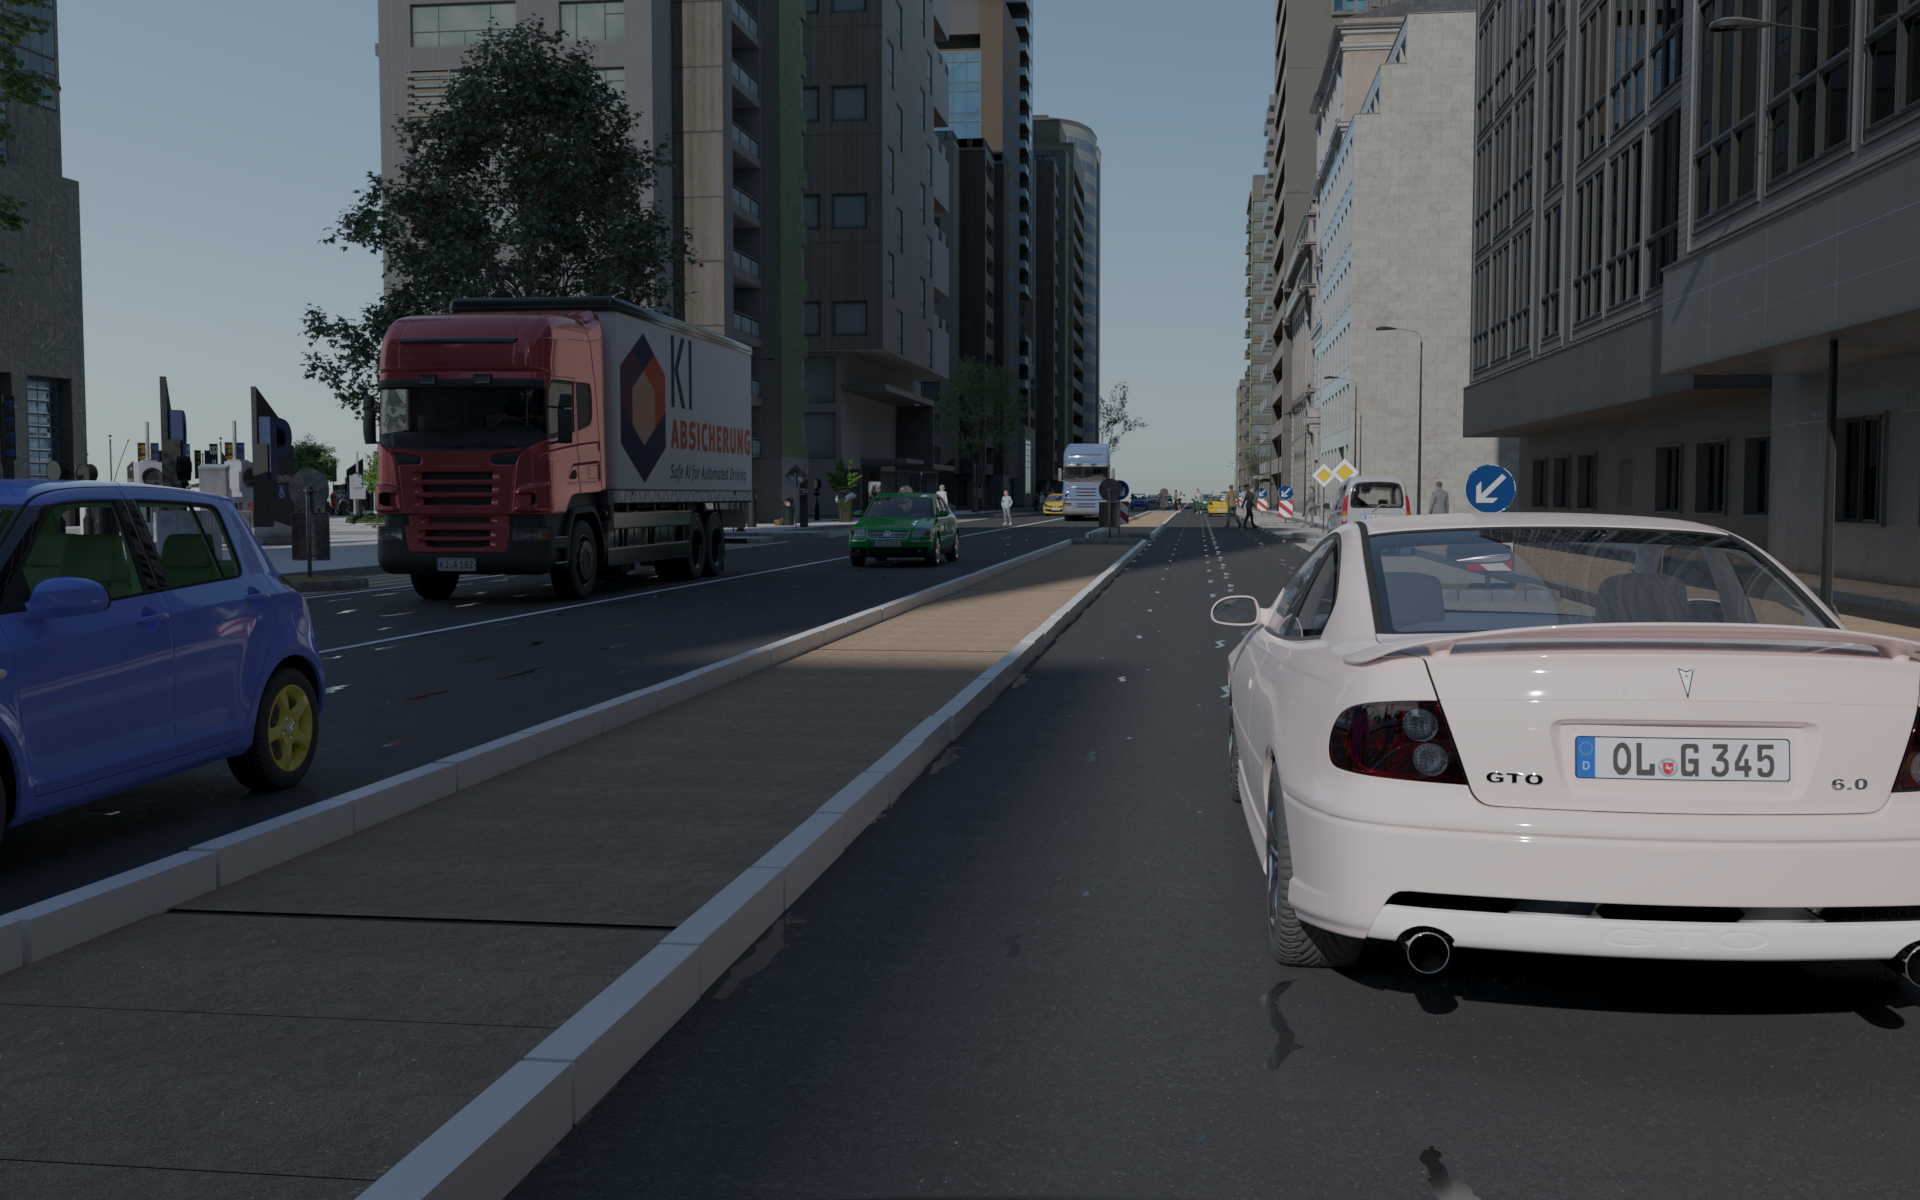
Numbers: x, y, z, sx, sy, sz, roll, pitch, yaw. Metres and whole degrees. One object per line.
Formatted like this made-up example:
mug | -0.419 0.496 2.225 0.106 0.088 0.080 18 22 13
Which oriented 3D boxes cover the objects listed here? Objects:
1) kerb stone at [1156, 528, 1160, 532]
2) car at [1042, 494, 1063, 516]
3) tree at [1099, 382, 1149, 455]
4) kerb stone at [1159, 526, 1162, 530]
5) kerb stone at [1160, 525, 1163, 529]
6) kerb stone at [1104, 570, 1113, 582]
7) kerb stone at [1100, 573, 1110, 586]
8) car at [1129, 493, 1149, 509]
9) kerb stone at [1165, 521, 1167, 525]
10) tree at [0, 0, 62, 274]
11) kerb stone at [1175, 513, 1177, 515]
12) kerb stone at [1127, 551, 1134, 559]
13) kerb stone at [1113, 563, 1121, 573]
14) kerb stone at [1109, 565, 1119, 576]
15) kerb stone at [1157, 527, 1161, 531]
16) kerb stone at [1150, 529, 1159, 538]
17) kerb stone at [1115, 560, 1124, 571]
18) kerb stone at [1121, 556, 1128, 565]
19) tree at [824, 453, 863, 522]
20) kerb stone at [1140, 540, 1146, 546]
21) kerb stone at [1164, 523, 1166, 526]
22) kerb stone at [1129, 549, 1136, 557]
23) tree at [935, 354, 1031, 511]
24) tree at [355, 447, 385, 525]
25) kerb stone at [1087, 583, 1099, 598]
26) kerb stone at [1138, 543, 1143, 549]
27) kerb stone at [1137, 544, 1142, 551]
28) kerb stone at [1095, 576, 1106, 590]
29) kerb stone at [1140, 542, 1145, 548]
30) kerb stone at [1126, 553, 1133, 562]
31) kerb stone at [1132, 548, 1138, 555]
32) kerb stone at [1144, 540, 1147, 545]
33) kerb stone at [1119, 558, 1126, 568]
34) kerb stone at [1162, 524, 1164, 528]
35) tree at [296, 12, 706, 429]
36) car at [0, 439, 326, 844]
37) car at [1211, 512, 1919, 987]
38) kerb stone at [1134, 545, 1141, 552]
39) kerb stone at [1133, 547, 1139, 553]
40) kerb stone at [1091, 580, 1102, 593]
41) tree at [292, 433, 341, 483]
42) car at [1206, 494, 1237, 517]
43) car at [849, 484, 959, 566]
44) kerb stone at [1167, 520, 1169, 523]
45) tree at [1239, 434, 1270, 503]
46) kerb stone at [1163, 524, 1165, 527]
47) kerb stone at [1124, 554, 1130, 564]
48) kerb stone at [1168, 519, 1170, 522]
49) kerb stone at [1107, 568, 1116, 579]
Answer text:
kerb stone | 6.878 -2.369 60.936 0.120 0.150 1.000 0 4 8
car | 6.388 -6.303 113.285 2.015 1.641 3.980 0 4 7
tree | 25.311 -26.589 290.618 12.611 20.169 13.585 0 3 0
kerb stone | 7.292 -2.555 63.977 0.120 0.150 1.000 0 4 8
kerb stone | 7.436 -2.618 64.998 0.120 0.150 1.000 0 4 8
kerb stone | 2.328 -0.343 27.804 0.120 0.150 1.000 0 4 8
kerb stone | 2.192 -0.281 26.790 0.120 0.150 1.000 0 4 8
car | 17.606 -9.820 170.154 1.945 1.707 3.694 0 4 6
kerb stone | 8.813 -3.238 75.140 0.120 0.150 1.000 0 4 8
tree | -13.659 -6.108 17.999 7.486 12.596 7.792 0 3 0
kerb stone | 12.989 -5.100 105.579 0.120 0.150 1.000 0 4 8
kerb stone | 3.589 -0.903 36.959 0.120 0.150 1.000 0 4 8
kerb stone | 2.746 -0.524 30.856 0.120 0.150 1.000 0 4 8
kerb stone | 2.617 -0.467 29.828 0.120 0.150 1.000 0 4 8
kerb stone | 7.012 -2.431 61.949 0.120 0.150 1.000 0 4 8
kerb stone | 6.732 -2.301 59.924 0.120 0.150 1.000 0 4 8
kerb stone | 2.890 -0.592 31.876 0.120 0.150 1.000 0 4 8
kerb stone | 3.170 -0.717 33.915 0.120 0.150 1.000 0 4 8
tree | -5.621 -5.301 81.280 1.663 3.219 1.824 0 3 0
kerb stone | 4.700 -1.402 45.116 0.120 0.150 1.000 0 4 8
kerb stone | 8.269 -2.990 71.074 0.120 0.150 1.000 0 4 8
kerb stone | 3.729 -0.965 37.986 0.120 0.150 1.000 0 4 8
tree | 1.691 -12.477 129.759 9.928 11.665 9.643 0 3 0
tree | -23.877 -4.670 70.962 1.663 3.219 1.824 0 3 0
kerb stone | 1.778 -0.094 23.734 0.120 0.150 1.000 0 4 8
kerb stone | 4.426 -1.269 43.090 0.120 0.150 1.000 0 4 8
kerb stone | 4.285 -1.215 42.062 0.120 0.150 1.000 0 4 8
kerb stone | 2.053 -0.219 25.776 0.120 0.150 1.000 0 4 8
kerb stone | 4.570 -1.335 44.102 0.120 0.150 1.000 0 4 8
kerb stone | 3.452 -0.841 35.946 0.120 0.150 1.000 0 4 8
kerb stone | 3.863 -1.028 39.000 0.120 0.150 1.000 0 4 8
kerb stone | 4.846 -1.461 46.128 0.120 0.150 1.000 0 4 8
kerb stone | 3.026 -0.654 32.889 0.120 0.150 1.000 0 4 8
kerb stone | 7.847 -2.801 68.038 0.120 0.150 1.000 0 4 8
tree | -10.500 -7.639 41.901 9.611 12.733 9.660 0 3 0
car | -4.221 0.144 7.235 1.945 1.707 3.694 0 4 7
car | 2.014 0.356 6.534 2.083 1.381 4.827 0 4 6
kerb stone | 4.147 -1.152 41.035 0.120 0.150 1.000 0 4 8
kerb stone | 4.002 -1.084 40.016 0.120 0.150 1.000 0 4 8
kerb stone | 1.912 -0.152 24.764 0.120 0.150 1.000 0 4 8
tree | -34.979 -6.680 92.928 4.285 4.588 4.351 0 3 0
car | 16.693 -6.132 110.485 2.015 1.641 3.980 1 4 9
car | -1.111 -1.650 35.767 1.959 1.807 4.718 0 4 7
kerb stone | 9.235 -3.424 78.180 0.120 0.150 1.000 0 4 8
tree | 36.420 -16.139 214.231 4.360 8.622 3.978 0 3 0
kerb stone | 7.986 -2.865 69.050 0.120 0.150 1.000 0 4 8
kerb stone | 3.305 -0.779 34.935 0.120 0.150 1.000 0 4 8
kerb stone | 9.659 -3.610 81.216 0.120 0.150 1.000 0 4 8
kerb stone | 2.471 -0.400 28.817 0.120 0.150 1.000 0 4 8
